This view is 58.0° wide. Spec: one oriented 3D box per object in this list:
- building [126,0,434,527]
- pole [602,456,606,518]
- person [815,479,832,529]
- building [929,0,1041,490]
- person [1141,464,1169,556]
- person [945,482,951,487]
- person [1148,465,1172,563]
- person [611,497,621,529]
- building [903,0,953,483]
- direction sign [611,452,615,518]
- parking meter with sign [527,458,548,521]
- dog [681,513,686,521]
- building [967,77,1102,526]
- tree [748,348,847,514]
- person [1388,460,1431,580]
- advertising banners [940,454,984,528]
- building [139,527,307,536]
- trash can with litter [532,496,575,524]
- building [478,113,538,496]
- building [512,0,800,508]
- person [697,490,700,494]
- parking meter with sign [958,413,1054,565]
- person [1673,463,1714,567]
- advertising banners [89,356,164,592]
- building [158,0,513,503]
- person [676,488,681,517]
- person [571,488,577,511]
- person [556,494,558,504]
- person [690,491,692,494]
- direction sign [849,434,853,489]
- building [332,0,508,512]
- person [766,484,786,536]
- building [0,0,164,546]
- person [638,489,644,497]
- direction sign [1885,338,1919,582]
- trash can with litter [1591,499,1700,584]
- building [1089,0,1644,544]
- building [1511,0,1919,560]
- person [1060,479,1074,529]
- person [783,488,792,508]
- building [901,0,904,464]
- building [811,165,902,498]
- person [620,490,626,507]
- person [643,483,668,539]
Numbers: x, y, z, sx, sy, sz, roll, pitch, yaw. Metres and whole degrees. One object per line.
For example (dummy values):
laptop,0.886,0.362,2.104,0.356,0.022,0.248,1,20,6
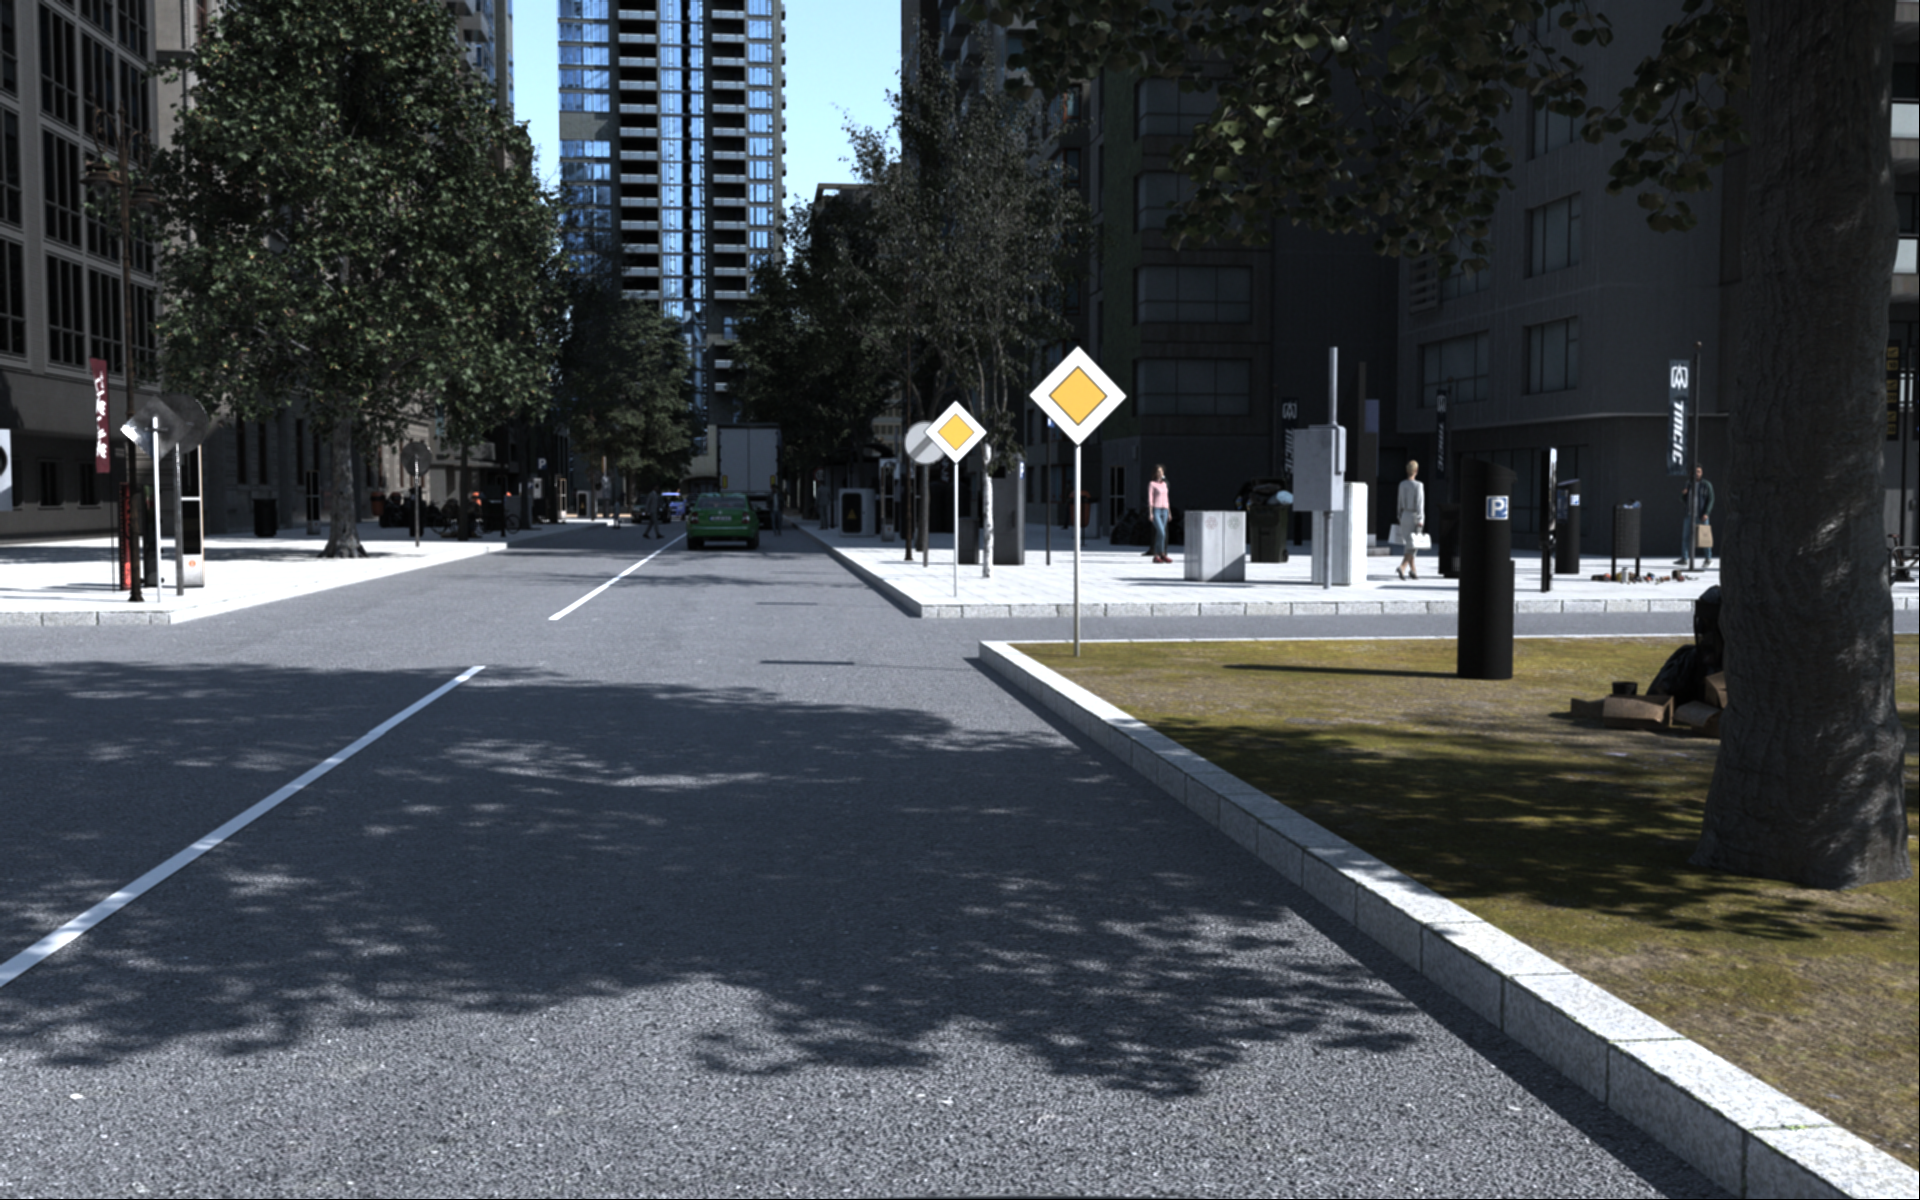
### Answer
building,-32.364,-15.060,82.380,11.583,22.565,21.152,0,4,-7
pole,-19.226,-6.104,93.640,0.158,3.312,0.155,0,3,0
person,-4.977,-3.471,62.901,0.391,1.810,0.635,3,5,43
building,10.489,-30.267,114.466,23.786,49.044,30.456,0,4,-7
person,4.063,-1.856,35.751,0.474,1.900,0.648,-1,4,-16
person,-0.333,-3.465,63.528,0.643,1.720,0.563,2,4,33
person,3.687,-1.595,32.128,0.388,1.821,0.555,3,5,41
person,-14.162,-3.583,71.354,0.394,1.301,0.425,0,4,2
building,3.047,-29.729,136.183,14.600,45.320,14.200,0,4,-7
direction sign,-18.881,-6.268,94.477,0.379,3.537,0.876,-1,4,-9
parking meter with sign,-20.416,-5.301,82.931,0.543,3.016,1.738,1,4,19
dog,-15.108,-4.517,94.049,0.550,0.427,0.748,2,4,25
building,15.883,-14.662,84.771,27.650,21.520,28.899,0,4,-7
tree,-10.150,-11.434,112.696,9.928,11.665,9.643,0,3,0
person,6.681,-1.189,25.830,0.624,1.780,0.694,-1,4,-21
advertising banners,0.184,-4.212,65.050,2.074,3.025,0.090,0,4,6
building,-29.342,-13.765,61.218,11.583,22.565,21.152,0,4,-7
trash can with litter,-17.487,-3.818,73.490,2.233,1.210,1.678,0,4,6
building,-39.855,-21.911,129.940,14.160,30.474,14.107,0,4,-7
building,-32.856,-54.015,195.809,31.000,86.520,22.319,0,4,-7
person,-23.200,-8.901,154.546,0.721,1.766,1.217,0,4,-2
parking meter with sign,0.796,-2.144,31.313,1.738,3.016,0.543,1,4,16
person,12.824,-1.471,30.084,0.713,1.824,0.794,-1,4,-23
advertising banners,-11.091,-1.643,23.056,0.090,3.025,2.074,0,4,-3
building,-50.564,-51.004,146.583,31.000,86.520,22.319,0,4,-7
person,-17.793,-6.166,109.324,0.705,1.823,1.348,0,4,-7
person,-28.914,-7.574,130.592,0.721,1.736,1.217,2,4,29
person,-26.349,-6.406,114.008,0.599,1.433,0.991,-3,5,-42
person,-22.537,-8.290,144.979,0.756,1.711,0.436,1,4,20
direction sign,-4.163,-4.538,66.190,0.379,3.537,0.876,-1,4,-13
building,-41.524,-29.795,106.763,23.786,49.044,30.456,0,4,-7
person,-6.347,-3.104,59.596,0.623,1.781,0.721,-2,4,-25
building,-28.806,-14.979,38.416,14.314,27.812,24.014,0,4,-7
person,-29.006,-9.265,158.062,0.617,1.759,0.750,1,4,23
direction sign,13.816,-2.038,25.325,0.876,3.537,0.379,1,4,20
trash can with litter,10.223,-0.891,25.631,2.233,1.210,1.678,-2,4,-28
building,11.071,-22.650,53.925,14.154,41.232,14.086,0,4,-7
building,19.044,-21.687,38.185,14.086,41.232,14.154,0,4,-7
person,4.098,-3.516,63.435,0.836,1.842,0.656,1,4,22
person,-16.155,-9.417,160.103,1.348,1.812,0.705,-1,4,-11
building,3.665,-43.714,152.971,20.563,71.187,20.611,0,4,-7
building,-5.749,-31.441,205.948,23.993,40.220,32.217,0,4,-7
person,-32.438,-9.767,166.655,0.541,1.710,0.530,-1,4,-13
person,-9.853,-2.872,55.731,0.850,1.792,0.678,1,4,16
